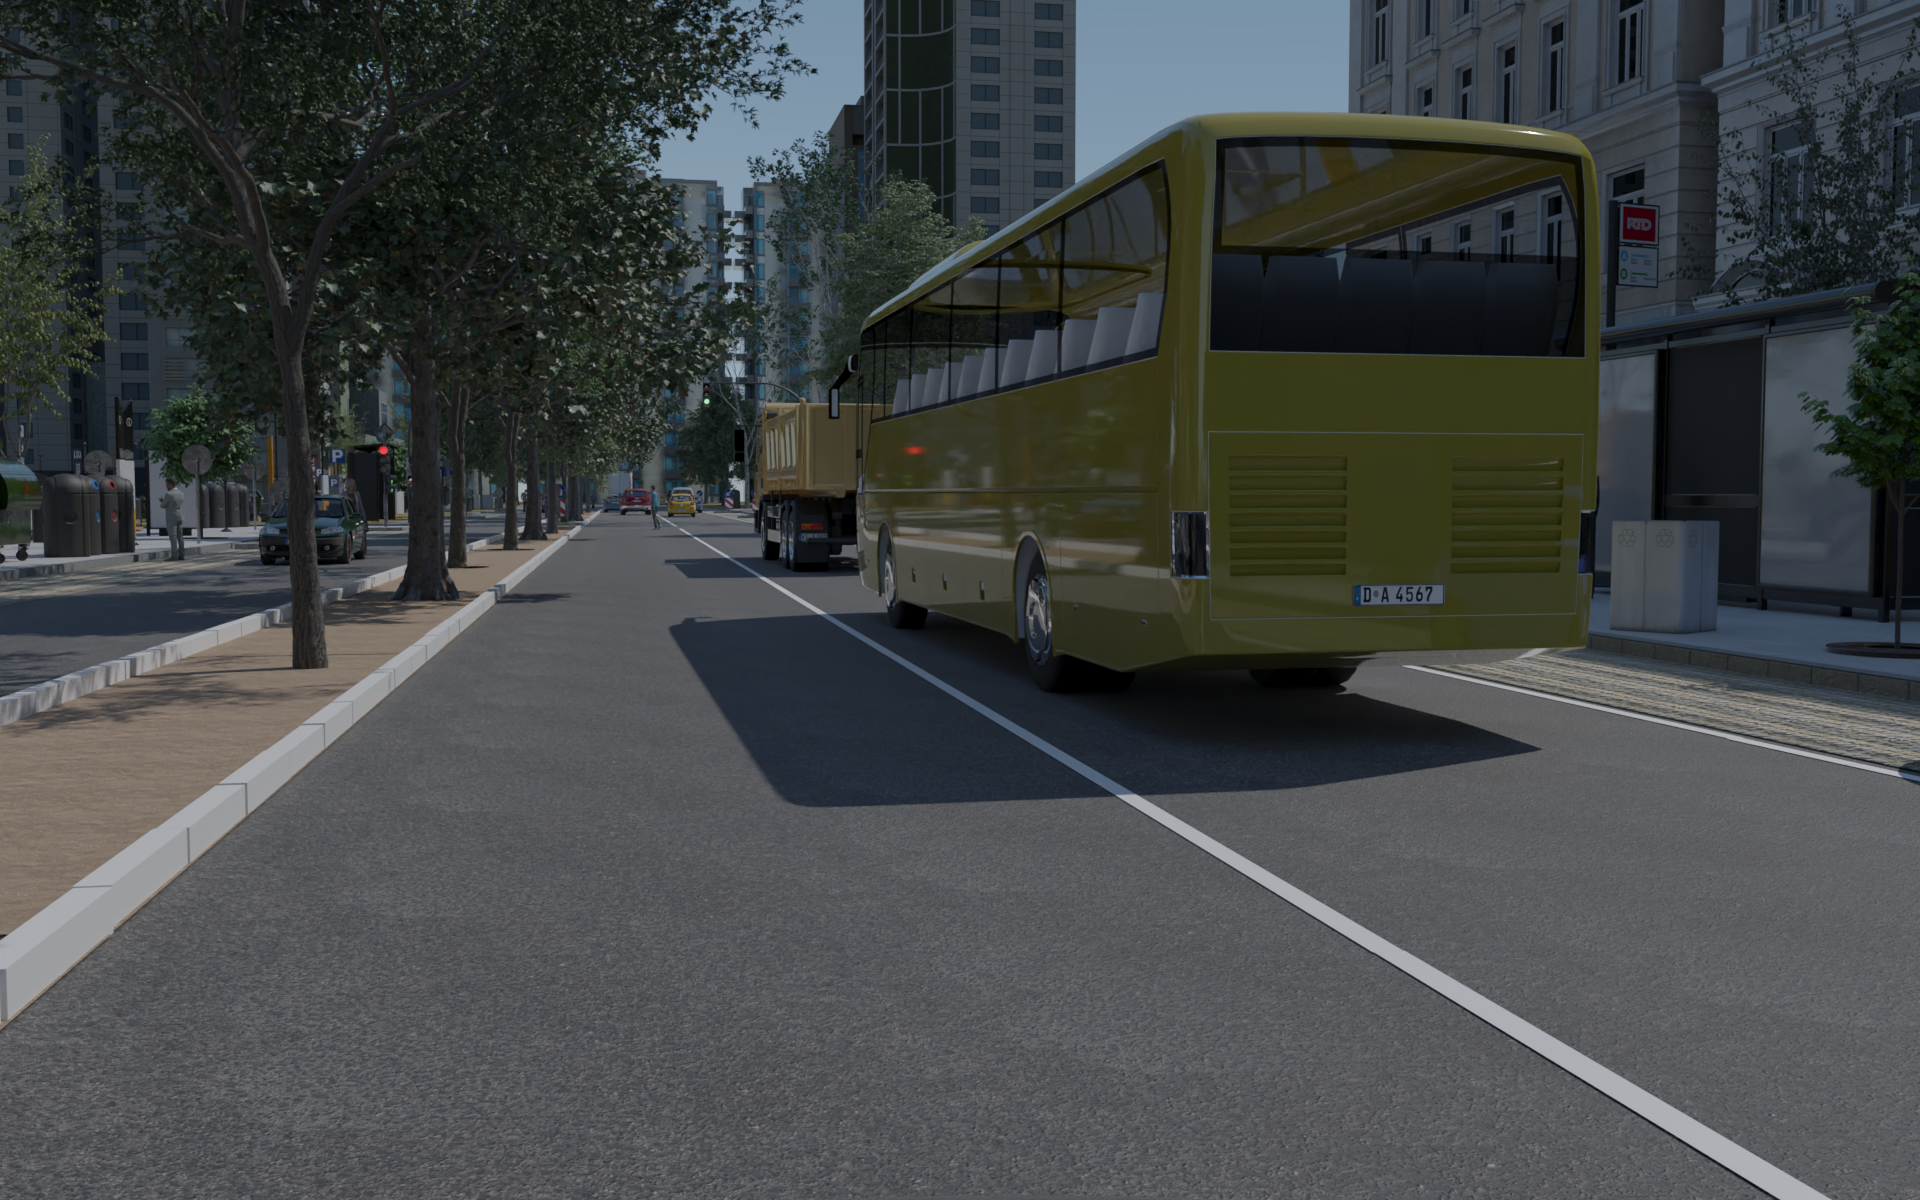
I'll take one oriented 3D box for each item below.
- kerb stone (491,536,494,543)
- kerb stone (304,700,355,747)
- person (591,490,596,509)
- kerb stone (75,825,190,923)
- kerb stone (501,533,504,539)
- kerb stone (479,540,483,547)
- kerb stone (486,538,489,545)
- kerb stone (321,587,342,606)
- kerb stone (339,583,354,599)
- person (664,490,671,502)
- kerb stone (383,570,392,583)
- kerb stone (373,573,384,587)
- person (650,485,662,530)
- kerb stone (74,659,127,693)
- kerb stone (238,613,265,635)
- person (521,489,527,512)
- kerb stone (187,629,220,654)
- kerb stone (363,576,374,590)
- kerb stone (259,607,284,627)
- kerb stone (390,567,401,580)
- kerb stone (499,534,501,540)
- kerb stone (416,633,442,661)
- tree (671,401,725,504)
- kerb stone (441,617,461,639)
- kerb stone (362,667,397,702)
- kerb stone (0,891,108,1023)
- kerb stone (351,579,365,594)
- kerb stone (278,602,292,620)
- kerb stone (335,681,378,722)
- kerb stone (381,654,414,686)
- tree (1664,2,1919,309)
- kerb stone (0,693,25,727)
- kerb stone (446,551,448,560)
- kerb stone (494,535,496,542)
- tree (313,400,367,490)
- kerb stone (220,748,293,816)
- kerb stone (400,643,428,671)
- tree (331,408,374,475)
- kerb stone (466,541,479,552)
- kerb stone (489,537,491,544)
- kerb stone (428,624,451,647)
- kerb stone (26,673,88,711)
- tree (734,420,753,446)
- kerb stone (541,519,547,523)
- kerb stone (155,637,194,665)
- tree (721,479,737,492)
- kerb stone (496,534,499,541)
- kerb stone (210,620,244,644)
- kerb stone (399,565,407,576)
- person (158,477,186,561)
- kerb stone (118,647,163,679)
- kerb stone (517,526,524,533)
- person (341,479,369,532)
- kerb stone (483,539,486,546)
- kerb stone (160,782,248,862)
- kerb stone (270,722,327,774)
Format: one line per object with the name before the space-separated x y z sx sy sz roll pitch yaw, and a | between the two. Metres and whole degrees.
kerb stone | -13.623 -1.701 50.002 0.120 0.150 1.000 -1 4 -11
kerb stone | -3.717 0.735 10.196 0.120 0.150 1.000 -1 4 -11
person | -34.973 -9.564 164.850 0.705 1.826 1.348 1 4 17
kerb stone | -2.936 0.981 6.162 0.120 0.150 1.000 -1 4 -11
kerb stone | -14.411 -1.946 54.013 0.120 0.150 1.000 -1 4 -11
kerb stone | -12.841 -1.453 45.975 0.120 0.150 1.000 -1 4 -11
kerb stone | -13.235 -1.577 47.991 0.120 0.150 1.000 -1 4 -11
kerb stone | -8.328 -0.040 22.845 0.120 0.150 1.000 -1 4 -11
kerb stone | -8.518 -0.101 23.852 0.120 0.150 1.000 -1 4 -11
person | -31.277 -10.887 186.438 1.348 1.831 0.705 -3 5 -42
kerb stone | -9.311 -0.342 27.867 0.120 0.150 1.000 -1 4 -11
kerb stone | -9.107 -0.286 26.866 0.120 0.150 1.000 -1 4 -11
person | -12.057 -3.654 68.592 0.444 1.785 0.601 1 4 22
kerb stone | -6.369 0.576 12.780 0.120 0.150 1.000 -1 4 -11
kerb stone | -7.343 0.270 17.815 0.120 0.150 1.000 -1 4 -11
person | -34.137 -7.779 135.867 0.592 1.802 0.473 3 4 38
kerb stone | -6.958 0.398 15.806 0.120 0.150 1.000 -1 4 -11
kerb stone | -8.917 -0.224 25.861 0.120 0.150 1.000 -1 4 -11
kerb stone | -7.537 0.207 18.819 0.120 0.150 1.000 -1 4 -11
kerb stone | -9.491 -0.408 28.873 0.120 0.150 1.000 -1 4 -11
kerb stone | -14.210 -1.885 53.011 0.120 0.150 1.000 -1 4 -11
kerb stone | -4.700 0.429 15.242 0.120 0.150 1.000 -1 4 -11
tree | -33.338 -19.562 226.500 9.857 13.997 8.962 0 3 0
kerb stone | -5.099 0.303 17.246 0.120 0.150 1.000 -1 4 -11
kerb stone | -4.113 0.614 12.208 0.120 0.150 1.000 -1 4 -11
kerb stone | -2.731 1.042 5.161 0.120 0.150 1.000 -1 4 -11
kerb stone | -8.718 -0.162 24.854 0.120 0.150 1.000 -1 4 -11
kerb stone | -7.735 0.148 19.822 0.120 0.150 1.000 -1 4 -11
kerb stone | -3.915 0.672 11.205 0.120 0.150 1.000 -1 4 -11
kerb stone | -4.307 0.550 13.215 0.120 0.150 1.000 -1 4 -11
tree | 12.830 -4.585 25.331 4.360 8.622 3.978 0 3 0
kerb stone | -5.966 0.702 10.773 0.120 0.150 1.000 -1 4 -11
kerb stone | -11.467 -1.015 38.924 0.120 0.150 1.000 -1 4 -11
kerb stone | -13.829 -1.762 51.003 0.120 0.150 1.000 -1 4 -11
tree | -47.281 -11.141 132.518 4.737 8.622 4.395 0 3 0
kerb stone | -3.322 0.857 8.180 0.120 0.150 1.000 -1 4 -11
kerb stone | -4.506 0.492 14.223 0.120 0.150 1.000 -1 4 -11
tree | -50.602 -11.886 144.702 4.360 8.622 3.978 0 3 0
kerb stone | -12.647 -1.389 44.969 0.120 0.150 1.000 -1 4 -11
kerb stone | -13.429 -1.639 48.999 0.120 0.150 1.000 -1 4 -11
kerb stone | -4.906 0.364 16.243 0.120 0.150 1.000 -1 4 -11
kerb stone | -6.165 0.637 11.775 0.120 0.150 1.000 -1 4 -11
tree | -26.095 -16.141 189.662 9.928 11.665 9.643 0 3 0
kerb stone | -20.797 -3.950 86.770 0.120 0.150 1.000 -1 4 -11
kerb stone | -6.756 0.452 14.799 0.120 0.150 1.000 -1 4 -11
tree | -23.676 -11.198 177.682 1.663 3.219 1.824 0 3 0
kerb stone | -14.020 -1.823 52.007 0.120 0.150 1.000 -1 4 -11
kerb stone | -7.150 0.329 16.811 0.120 0.150 1.000 -1 4 -11
kerb stone | -9.705 -0.467 29.873 0.120 0.150 1.000 -1 4 -11
person | -16.842 -1.731 36.983 0.466 1.800 0.511 0 4 -1
kerb stone | -6.561 0.516 13.788 0.120 0.150 1.000 -1 4 -11
kerb stone | -16.965 -2.745 67.079 0.120 0.150 1.000 -1 4 -11
person | -14.595 -2.019 41.701 0.709 1.800 0.728 -2 4 -35
kerb stone | -13.030 -1.516 46.988 0.120 0.150 1.000 -1 4 -11
kerb stone | -3.128 0.923 7.166 0.120 0.150 1.000 -1 4 -11
kerb stone | -3.524 0.805 9.191 0.120 0.150 1.000 -1 4 -11
